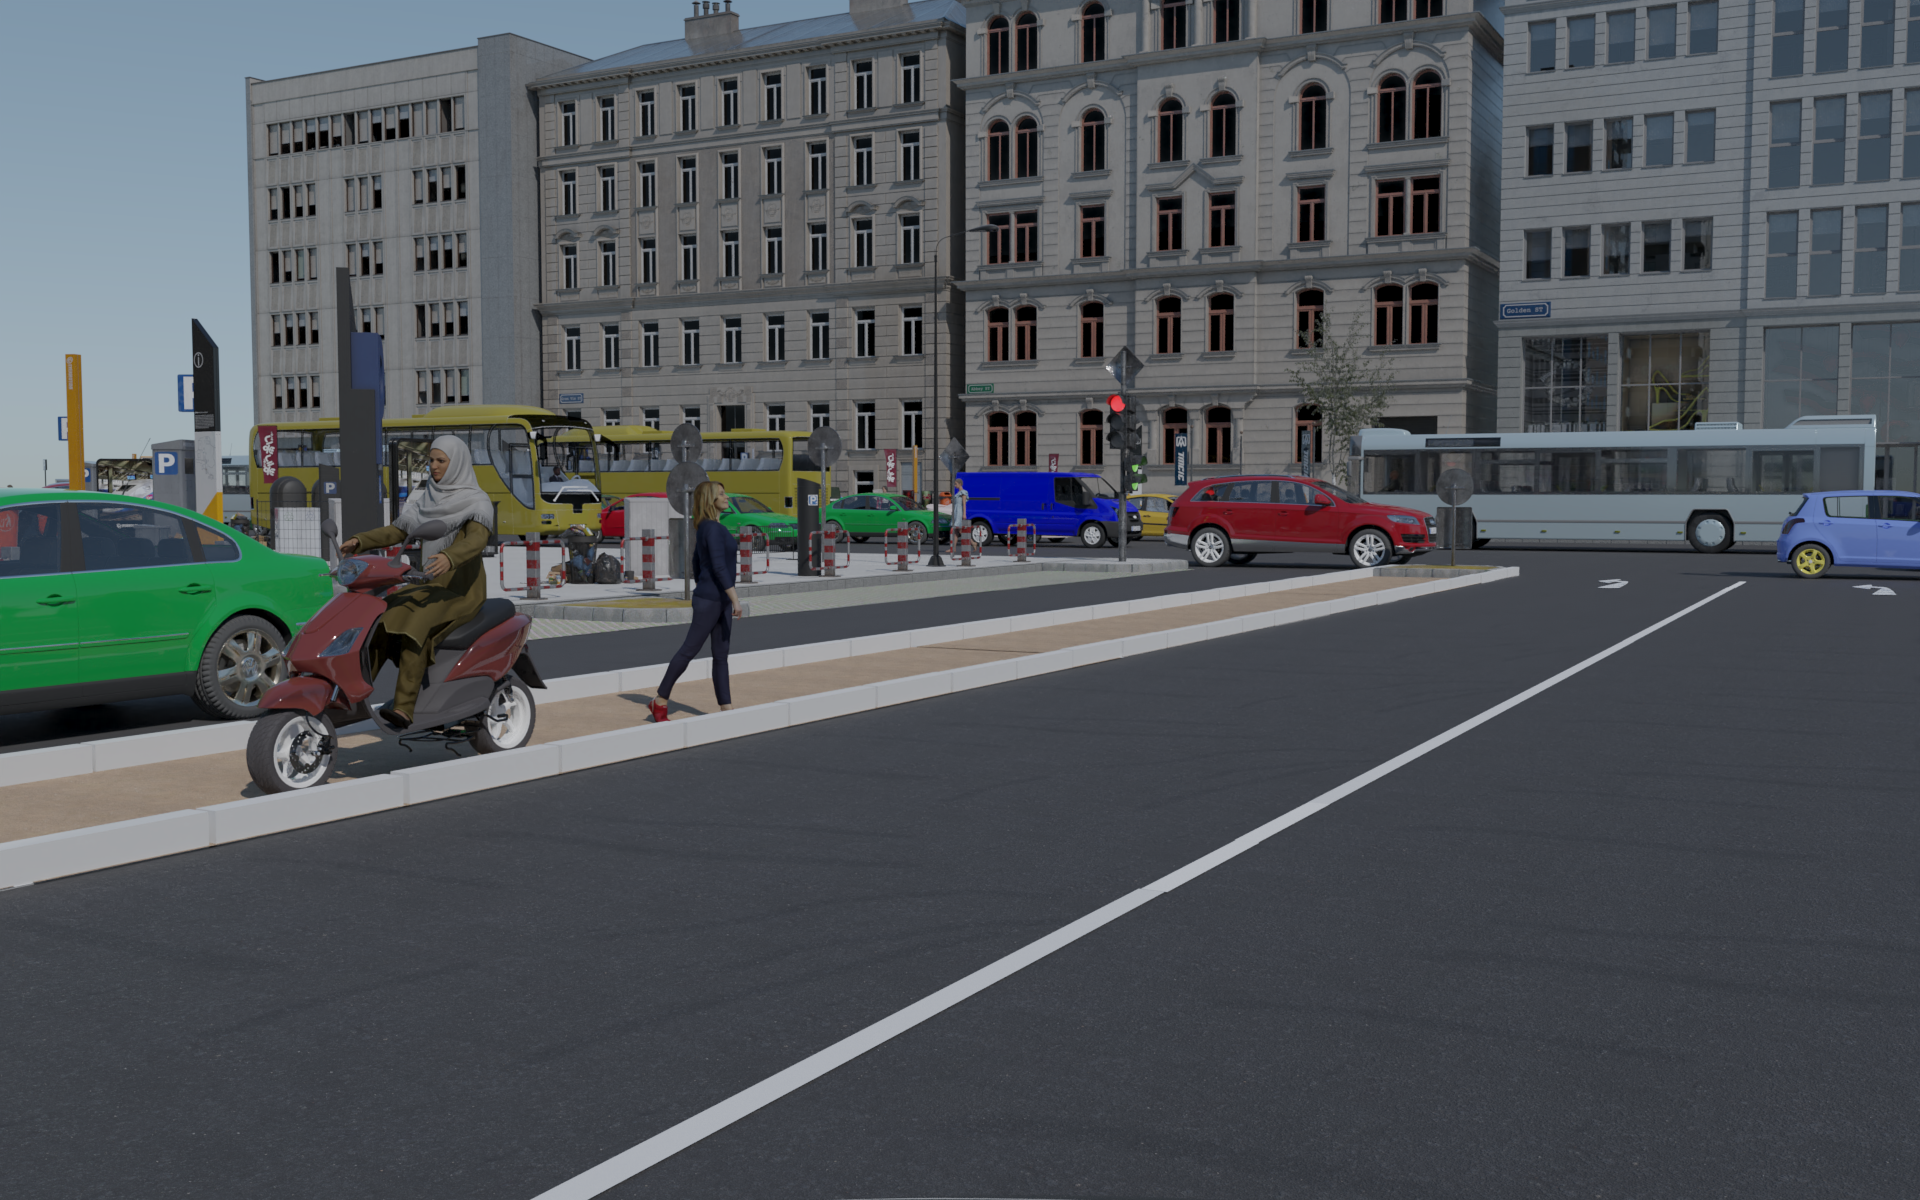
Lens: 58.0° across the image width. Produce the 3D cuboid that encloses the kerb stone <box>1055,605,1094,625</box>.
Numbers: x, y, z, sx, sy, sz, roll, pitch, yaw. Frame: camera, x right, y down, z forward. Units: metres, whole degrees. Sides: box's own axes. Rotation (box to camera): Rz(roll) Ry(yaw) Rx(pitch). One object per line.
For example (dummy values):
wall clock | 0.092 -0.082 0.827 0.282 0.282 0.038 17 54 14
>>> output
kerb stone | 1.205 0.180 19.252 0.120 0.150 1.000 2 4 29

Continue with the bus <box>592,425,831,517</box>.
bus | -10.362 -4.301 61.872 12.252 3.916 2.896 2 4 30

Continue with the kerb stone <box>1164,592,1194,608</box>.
kerb stone | 2.695 0.015 21.957 0.120 0.150 1.000 2 4 29

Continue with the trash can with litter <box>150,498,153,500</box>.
trash can with litter | -39.855 -4.585 86.020 2.233 1.210 1.678 2 4 33

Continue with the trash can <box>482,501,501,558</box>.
trash can | -9.675 -1.433 35.087 0.748 1.137 0.748 0 3 0

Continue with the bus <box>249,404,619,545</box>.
bus | -15.355 -3.553 49.632 12.252 3.916 2.896 2 4 31

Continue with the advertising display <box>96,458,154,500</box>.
advertising display | -15.098 -1.602 31.401 0.974 1.923 0.123 -1 4 -15

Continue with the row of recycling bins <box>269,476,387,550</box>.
row of recycling bins | -14.222 -2.040 40.461 3.534 1.692 1.069 -1 4 -23

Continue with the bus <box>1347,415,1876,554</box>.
bus | 15.724 -3.002 43.935 13.247 3.499 2.948 2 4 28

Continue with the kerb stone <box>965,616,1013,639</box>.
kerb stone | 0.225 0.290 17.451 0.120 0.150 1.000 2 4 29

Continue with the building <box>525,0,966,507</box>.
building | -8.529 -17.859 89.265 25.104 27.353 12.463 2 4 29

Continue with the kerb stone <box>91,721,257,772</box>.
kerb stone | -4.239 0.786 9.337 0.120 0.150 1.000 2 4 29

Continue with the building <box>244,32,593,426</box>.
building | -28.813 -17.195 99.168 19.932 24.808 12.078 2 4 29

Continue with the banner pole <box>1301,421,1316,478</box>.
banner pole | 12.081 -4.278 59.967 0.401 3.779 0.863 -2 4 -29

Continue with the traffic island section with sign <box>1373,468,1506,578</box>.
traffic island section with sign | 8.485 -1.353 30.256 2.006 1.907 1.989 2 4 29

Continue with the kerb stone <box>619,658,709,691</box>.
kerb stone | -2.248 0.566 12.948 0.120 0.150 1.000 2 4 29

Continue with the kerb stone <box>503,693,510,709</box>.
kerb stone | -3.238 0.677 11.136 0.120 0.150 1.000 2 4 29

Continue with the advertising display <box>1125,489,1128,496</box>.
advertising display | 5.986 -3.481 62.126 0.123 1.923 0.974 -1 4 -18

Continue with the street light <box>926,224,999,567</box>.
street light | 0.046 -3.529 30.248 1.470 5.913 1.316 2 4 29

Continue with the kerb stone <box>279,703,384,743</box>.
kerb stone | -3.730 0.739 10.236 0.120 0.150 1.000 2 4 29

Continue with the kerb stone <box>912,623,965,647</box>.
kerb stone | -0.266 0.345 16.547 0.120 0.150 1.000 2 4 29

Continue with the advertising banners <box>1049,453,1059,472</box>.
advertising banners | 3.411 -4.824 75.057 2.074 3.025 0.090 2 4 35

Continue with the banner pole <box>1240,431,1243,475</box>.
banner pole | 11.176 -4.831 69.011 0.401 3.779 0.863 0 4 5

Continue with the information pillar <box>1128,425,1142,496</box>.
information pillar | 5.919 -4.107 58.511 0.504 3.616 0.183 -1 4 -16

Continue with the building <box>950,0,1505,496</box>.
building | 12.861 -17.753 77.658 23.554 28.519 14.401 2 4 29

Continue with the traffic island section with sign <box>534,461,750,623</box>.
traffic island section with sign | -3.544 -0.707 20.187 1.989 1.847 2.006 2 4 29

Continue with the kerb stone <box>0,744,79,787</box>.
kerb stone | -4.722 0.842 8.432 0.120 0.150 1.000 2 4 29

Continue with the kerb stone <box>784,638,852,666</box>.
kerb stone | -1.258 0.456 14.744 0.120 0.150 1.000 2 4 29

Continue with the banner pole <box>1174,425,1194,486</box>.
banner pole | 8.178 -4.456 62.873 0.863 3.779 0.401 -1 4 -9

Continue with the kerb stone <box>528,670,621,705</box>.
kerb stone | -2.748 0.621 12.042 0.120 0.150 1.000 2 4 29

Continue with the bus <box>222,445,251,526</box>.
bus | -26.811 -4.539 69.066 13.247 3.499 2.948 2 4 29

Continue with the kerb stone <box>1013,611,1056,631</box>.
kerb stone | 0.718 0.236 18.349 0.120 0.150 1.000 2 4 29

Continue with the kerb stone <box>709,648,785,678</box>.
kerb stone | -1.753 0.511 13.846 0.120 0.150 1.000 2 4 29

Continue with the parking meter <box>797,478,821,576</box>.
parking meter | -2.358 -1.143 27.093 0.372 1.533 0.369 0 3 0

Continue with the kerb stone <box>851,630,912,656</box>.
kerb stone | -0.760 0.400 15.648 0.120 0.150 1.000 2 4 29

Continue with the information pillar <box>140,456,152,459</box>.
information pillar | -15.797 -1.792 33.786 0.304 2.012 0.304 -2 4 -28

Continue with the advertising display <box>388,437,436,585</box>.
advertising display | -6.240 -0.912 20.121 0.123 1.923 0.974 2 4 24

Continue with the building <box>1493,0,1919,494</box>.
building | 36.232 -17.516 63.871 29.804 29.767 11.434 2 4 29

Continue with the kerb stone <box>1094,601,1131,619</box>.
kerb stone | 1.707 0.125 20.148 0.120 0.150 1.000 2 4 29

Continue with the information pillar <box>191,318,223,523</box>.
information pillar | -10.008 -1.938 23.036 0.504 3.616 0.183 2 4 34

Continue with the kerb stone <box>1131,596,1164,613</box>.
kerb stone | 2.207 0.072 21.055 0.120 0.150 1.000 2 4 29

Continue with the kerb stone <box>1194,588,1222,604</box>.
kerb stone | 3.190 -0.035 22.858 0.120 0.150 1.000 2 4 29

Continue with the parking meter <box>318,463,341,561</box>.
parking meter | -12.006 -1.672 33.056 0.399 1.863 0.255 -2 4 -24
